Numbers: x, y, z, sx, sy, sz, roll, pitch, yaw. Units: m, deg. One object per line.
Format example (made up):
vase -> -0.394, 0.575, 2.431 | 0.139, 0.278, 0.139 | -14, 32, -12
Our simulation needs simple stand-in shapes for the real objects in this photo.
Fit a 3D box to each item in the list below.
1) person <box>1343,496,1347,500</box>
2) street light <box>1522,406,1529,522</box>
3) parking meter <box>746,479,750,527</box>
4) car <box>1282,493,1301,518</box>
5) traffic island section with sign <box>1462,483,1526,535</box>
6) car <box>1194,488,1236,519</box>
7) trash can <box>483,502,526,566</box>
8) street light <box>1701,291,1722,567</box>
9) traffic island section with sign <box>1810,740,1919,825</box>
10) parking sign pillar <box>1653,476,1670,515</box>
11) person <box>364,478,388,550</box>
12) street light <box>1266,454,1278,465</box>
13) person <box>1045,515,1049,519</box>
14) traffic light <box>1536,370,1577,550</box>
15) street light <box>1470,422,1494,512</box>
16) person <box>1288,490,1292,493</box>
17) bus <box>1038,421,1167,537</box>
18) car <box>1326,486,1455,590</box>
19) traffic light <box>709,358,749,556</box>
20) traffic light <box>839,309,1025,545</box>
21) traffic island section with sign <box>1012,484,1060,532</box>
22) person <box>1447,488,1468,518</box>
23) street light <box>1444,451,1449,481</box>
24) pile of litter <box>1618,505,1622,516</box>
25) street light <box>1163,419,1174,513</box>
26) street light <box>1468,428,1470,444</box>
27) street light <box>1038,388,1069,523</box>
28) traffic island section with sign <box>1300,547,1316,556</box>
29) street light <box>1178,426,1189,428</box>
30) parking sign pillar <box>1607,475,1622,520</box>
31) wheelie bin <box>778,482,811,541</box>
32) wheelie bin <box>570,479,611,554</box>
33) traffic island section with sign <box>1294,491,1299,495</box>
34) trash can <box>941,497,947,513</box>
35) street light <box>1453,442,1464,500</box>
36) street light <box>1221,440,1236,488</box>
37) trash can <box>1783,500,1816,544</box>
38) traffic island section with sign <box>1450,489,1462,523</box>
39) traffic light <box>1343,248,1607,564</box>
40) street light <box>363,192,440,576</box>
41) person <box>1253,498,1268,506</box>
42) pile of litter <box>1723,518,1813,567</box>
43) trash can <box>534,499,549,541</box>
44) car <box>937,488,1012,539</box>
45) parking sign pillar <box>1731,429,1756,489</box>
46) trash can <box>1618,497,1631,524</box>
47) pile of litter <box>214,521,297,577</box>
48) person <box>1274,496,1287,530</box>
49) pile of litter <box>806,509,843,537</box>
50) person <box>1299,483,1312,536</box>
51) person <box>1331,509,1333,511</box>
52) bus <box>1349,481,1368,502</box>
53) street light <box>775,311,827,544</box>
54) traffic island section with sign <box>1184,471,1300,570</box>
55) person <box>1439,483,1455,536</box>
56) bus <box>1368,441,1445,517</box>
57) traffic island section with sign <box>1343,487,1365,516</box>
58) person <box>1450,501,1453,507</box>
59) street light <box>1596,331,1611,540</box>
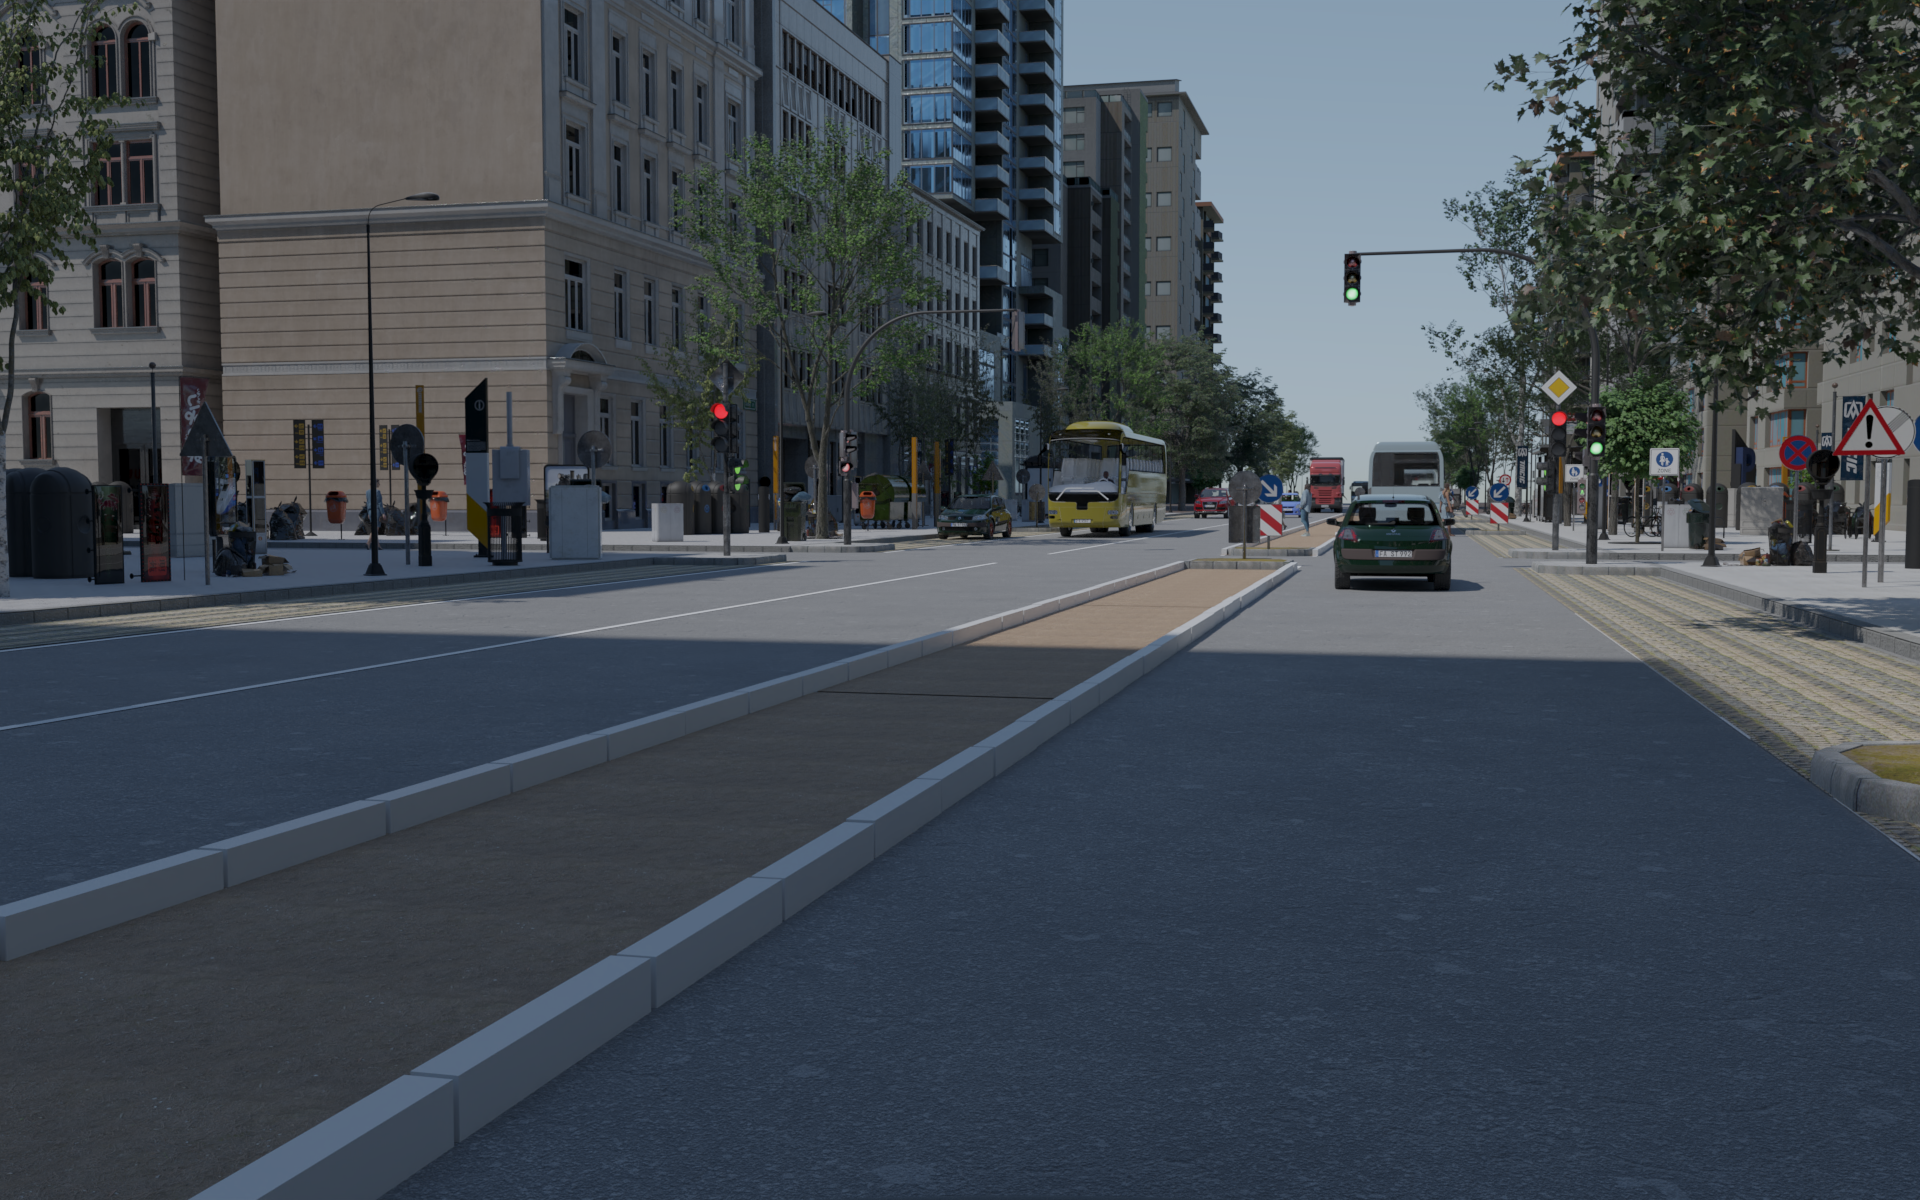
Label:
person -> 31.074, -8.165, 141.937 | 1.348, 1.831, 0.705 | 0, 4, 4
street light -> 25.612, -6.565, 79.883 | 1.470, 5.913, 1.316 | 1, 4, 14
parking meter -> -8.342, -3.753, 67.076 | 0.399, 1.863, 0.255 | 2, 4, 33
car -> 20.024, -5.866, 105.501 | 1.945, 1.707, 3.694 | 1, 4, 13
traffic island section with sign -> 18.819, -3.200, 60.943 | 1.989, 1.847, 2.006 | 1, 4, 14
car -> 15.136, -5.746, 102.621 | 2.281, 1.827, 5.304 | 1, 4, 16
trash can -> -8.184, -1.191, 31.133 | 0.748, 1.137, 0.748 | 0, 3, 0
street light -> 12.766, -3.551, 30.596 | 1.470, 5.913, 1.316 | 1, 4, 14
traffic island section with sign -> 5.091, 0.044, 7.914 | 1.989, 1.847, 2.006 | 1, 4, 14
parking sign pillar -> 43.111, -7.194, 106.098 | 1.447, 3.967, 1.447 | 1, 4, 9
person -> -14.624, -2.120, 43.188 | 0.581, 1.822, 0.654 | 3, 5, 42
street light -> 35.732, -13.841, 198.842 | 1.470, 5.913, 1.316 | 1, 4, 14
person -> 3.990, -3.517, 71.494 | 0.738, 1.151, 1.012 | -1, 4, -19
traffic light -> 13.556, -3.086, 39.379 | 0.839, 4.253, 0.868 | 1, 4, 14
street light -> 33.827, -8.515, 111.767 | 1.470, 5.913, 1.316 | 1, 4, 14
person -> 22.460, -6.685, 118.618 | 0.721, 1.723, 1.217 | 2, 4, 25
bus -> 5.368, -4.299, 61.827 | 2.896, 3.916, 12.252 | 1, 4, 14
car -> 6.781, -1.069, 27.259 | 2.009, 1.686, 4.222 | 1, 4, 13
traffic light -> -4.824, -2.871, 35.860 | 0.839, 4.253, 0.868 | 1, 4, 14
traffic light -> -0.774, -4.185, 43.100 | 4.771, 5.953, 1.251 | 1, 4, 14
traffic island section with sign -> 2.875, -3.499, 65.839 | 1.989, 1.847, 2.006 | 1, 4, 14
person -> 29.793, -5.836, 104.134 | 1.509, 1.804, 0.699 | 1, 4, 9
street light -> 52.937, -13.025, 185.497 | 1.470, 5.913, 1.316 | 1, 4, 14
pile of litter -> 36.997, -4.990, 95.548 | 1.176, 0.858, 1.719 | -2, 4, -29
street light -> 12.355, -8.273, 107.800 | 1.470, 5.913, 1.316 | 1, 4, 14
street light -> 36.477, -9.141, 121.989 | 1.470, 5.913, 1.316 | 1, 4, 14
street light -> 4.066, -6.319, 75.859 | 1.470, 5.913, 1.316 | 1, 4, 14
traffic island section with sign -> 7.325, -1.995, 40.753 | 2.006, 1.907, 1.989 | 1, 4, 14
street light -> 14.947, -8.918, 118.352 | 1.470, 5.913, 1.316 | 1, 4, 14
parking sign pillar -> 32.797, -6.039, 87.205 | 1.447, 3.967, 1.447 | 2, 4, 27
wheelie bin -> -4.518, -2.398, 47.116 | 0.980, 1.594, 0.693 | 1, 4, 10
wheelie bin -> -7.790, -1.732, 36.230 | 0.980, 1.594, 0.693 | -1, 4, -10
traffic island section with sign -> 42.616, -12.878, 219.190 | 1.989, 1.847, 2.006 | 1, 4, 14
trash can -> -1.025, -5.199, 96.665 | 0.748, 1.137, 0.748 | 0, 3, 0
street light -> 44.735, -11.069, 153.517 | 1.470, 5.913, 1.316 | 1, 4, 14
street light -> 23.135, -10.842, 149.811 | 1.470, 5.913, 1.316 | 1, 4, 14
trash can -> 20.869, -1.922, 43.085 | 0.748, 1.137, 0.748 | 0, 3, 0
traffic island section with sign -> 25.598, -4.796, 87.035 | 1.989, 1.847, 2.006 | 1, 4, 14
traffic light -> 9.505, -3.509, 32.033 | 4.771, 5.953, 1.251 | 1, 4, 14
street light -> -8.685, -3.328, 26.950 | 1.470, 5.913, 1.316 | 1, 4, 14
person -> 12.809, -3.969, 73.746 | 0.623, 1.781, 0.721 | -2, 4, -25
pile of litter -> 14.581, -1.052, 31.161 | 1.719, 0.858, 1.176 | 1, 4, 9
trash can -> -11.260, -2.185, 47.377 | 0.748, 1.137, 0.748 | 0, 3, 0
car -> 0.486, -2.807, 55.680 | 2.009, 1.686, 4.222 | 1, 4, 14
parking sign pillar -> 32.676, -5.123, 72.229 | 1.447, 3.967, 1.447 | -3, 4, -38
trash can -> 27.995, -3.774, 73.363 | 0.748, 1.137, 0.748 | 0, 3, 0
pile of litter -> -11.135, -0.828, 27.501 | 1.176, 0.858, 1.719 | 1, 4, 20
person -> 12.573, -3.633, 68.244 | 0.624, 1.780, 0.694 | 2, 4, 28
pile of litter -> -4.212, -2.338, 52.195 | 1.176, 0.858, 1.719 | -2, 4, -29
person -> 11.714, -3.046, 58.566 | 0.793, 1.790, 0.793 | 0, 4, 0
person -> 31.489, -8.416, 146.042 | 1.348, 1.831, 0.705 | 0, 4, 4
bus -> 55.252, -14.921, 238.818 | 2.948, 3.499, 13.247 | 1, 4, 13
street light -> -4.052, -4.386, 44.250 | 1.470, 5.913, 1.316 | 1, 4, 14
traffic island section with sign -> 5.457, -1.556, 33.584 | 2.006, 1.907, 1.989 | 1, 4, 14
person -> 16.378, -3.048, 58.429 | 0.778, 1.811, 0.616 | 0, 4, -7
bus -> 17.323, -4.416, 67.060 | 2.948, 3.499, 13.247 | 1, 4, 15
traffic island section with sign -> 26.166, -6.444, 113.500 | 2.006, 1.907, 1.989 | 1, 4, 14
person -> 26.484, -4.919, 93.601 | 0.352, 1.250, 0.332 | 1, 4, 17
street light -> 17.435, -4.632, 48.268 | 1.470, 5.913, 1.316 | 1, 4, 14
